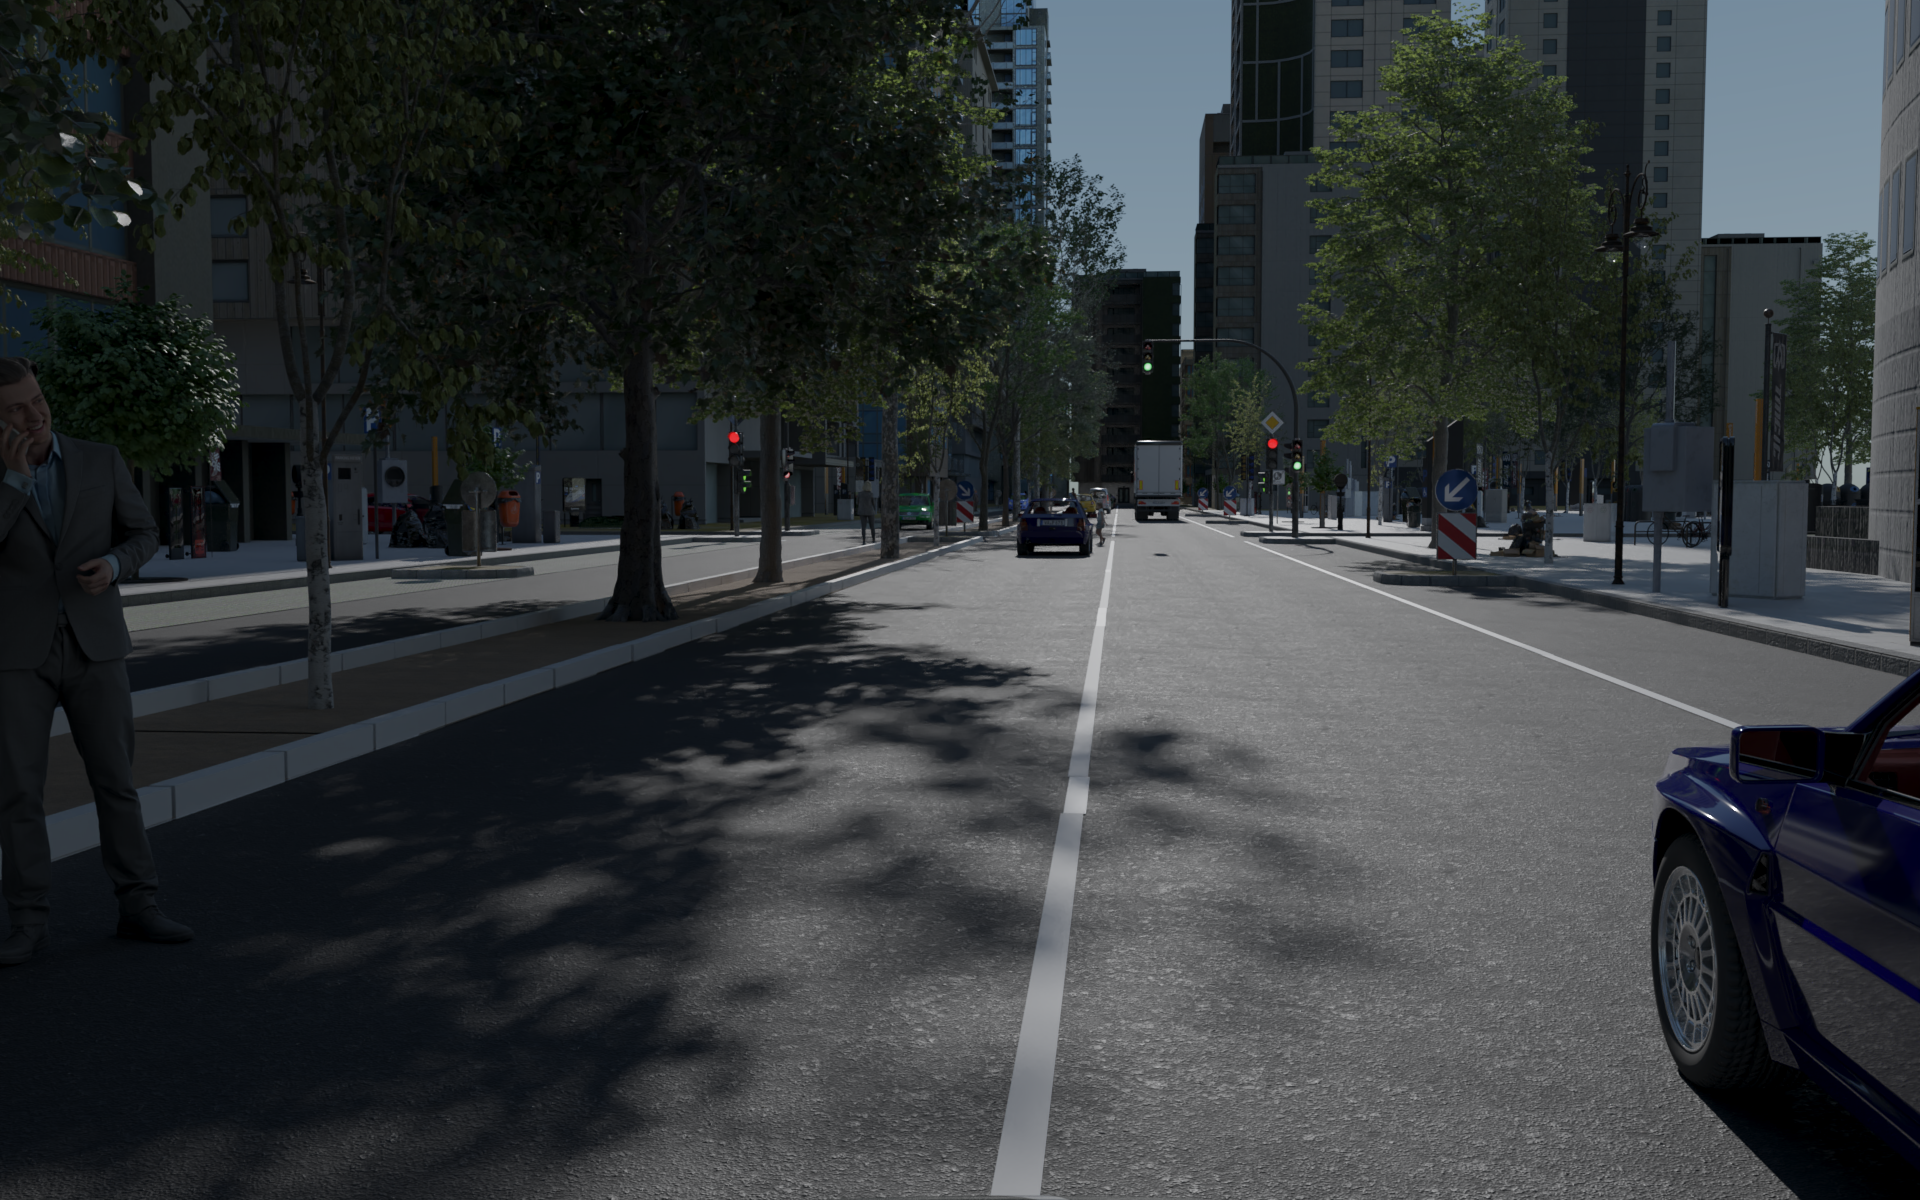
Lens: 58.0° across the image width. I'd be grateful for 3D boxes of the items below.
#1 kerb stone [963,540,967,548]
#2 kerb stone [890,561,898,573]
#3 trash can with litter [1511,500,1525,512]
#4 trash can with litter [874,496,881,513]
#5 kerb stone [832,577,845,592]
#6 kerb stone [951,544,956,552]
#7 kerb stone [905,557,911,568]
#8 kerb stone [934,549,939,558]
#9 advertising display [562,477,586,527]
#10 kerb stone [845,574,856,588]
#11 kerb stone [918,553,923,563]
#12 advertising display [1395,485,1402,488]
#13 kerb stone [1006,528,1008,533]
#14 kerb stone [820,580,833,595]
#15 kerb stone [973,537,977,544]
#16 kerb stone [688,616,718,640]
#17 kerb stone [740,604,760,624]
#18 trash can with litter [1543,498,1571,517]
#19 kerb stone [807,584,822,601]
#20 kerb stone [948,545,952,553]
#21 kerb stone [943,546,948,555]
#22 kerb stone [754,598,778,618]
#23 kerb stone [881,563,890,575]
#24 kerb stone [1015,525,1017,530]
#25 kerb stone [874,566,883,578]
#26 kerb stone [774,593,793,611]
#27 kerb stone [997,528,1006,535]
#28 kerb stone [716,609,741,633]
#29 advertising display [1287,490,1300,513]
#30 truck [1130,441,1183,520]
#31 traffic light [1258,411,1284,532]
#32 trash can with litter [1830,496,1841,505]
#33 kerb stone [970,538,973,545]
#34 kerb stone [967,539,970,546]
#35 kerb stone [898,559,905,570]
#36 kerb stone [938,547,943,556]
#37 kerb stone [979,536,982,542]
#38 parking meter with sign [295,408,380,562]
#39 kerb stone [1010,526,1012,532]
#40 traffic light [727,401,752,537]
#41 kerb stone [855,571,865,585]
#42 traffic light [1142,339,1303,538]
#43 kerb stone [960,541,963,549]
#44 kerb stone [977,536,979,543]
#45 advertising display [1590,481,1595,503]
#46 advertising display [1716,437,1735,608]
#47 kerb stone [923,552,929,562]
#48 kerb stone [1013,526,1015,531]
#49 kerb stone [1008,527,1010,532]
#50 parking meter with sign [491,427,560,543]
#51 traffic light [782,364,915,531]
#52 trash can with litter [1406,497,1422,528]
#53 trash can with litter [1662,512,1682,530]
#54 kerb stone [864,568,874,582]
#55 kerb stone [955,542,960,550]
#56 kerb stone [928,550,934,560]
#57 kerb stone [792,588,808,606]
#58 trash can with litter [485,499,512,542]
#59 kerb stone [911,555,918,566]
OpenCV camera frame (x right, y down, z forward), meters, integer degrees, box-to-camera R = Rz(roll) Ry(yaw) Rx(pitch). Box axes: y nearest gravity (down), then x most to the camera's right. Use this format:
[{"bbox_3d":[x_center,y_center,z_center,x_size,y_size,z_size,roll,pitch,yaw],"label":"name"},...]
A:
[{"bbox_3d":[0.015,-1.452,45.941,0.120,0.150,1.000,0,4,5],"label":"kerb stone"},{"bbox_3d":[-1.306,-0.577,31.637,0.120,0.150,1.000,0,4,5],"label":"kerb stone"},{"bbox_3d":[40.439,-6.993,125.727,1.055,1.170,0.624,2,4,26],"label":"trash can with litter"},{"bbox_3d":[-4.964,-6.363,115.088,2.233,1.210,1.678,2,4,33],"label":"trash can with litter"},{"bbox_3d":[-1.874,-0.203,25.512,0.120,0.150,1.000,0,4,5],"label":"kerb stone"},{"bbox_3d":[-0.273,-1.260,42.886,0.120,0.150,1.000,0,4,5],"label":"kerb stone"},{"bbox_3d":[-1.113,-0.699,33.686,0.120,0.150,1.000,0,4,5],"label":"kerb stone"},{"bbox_3d":[-0.645,-1.015,38.796,0.120,0.150,1.000,0,4,5],"label":"kerb stone"},{"bbox_3d":[-14.988,-3.797,67.289,0.974,1.923,0.123,-3,5,-43],"label":"advertising display"},{"bbox_3d":[-1.773,-0.266,26.537,0.120,0.150,1.000,0,4,5],"label":"kerb stone"},{"bbox_3d":[-0.930,-0.827,35.723,0.120,0.150,1.000,0,4,5],"label":"kerb stone"},{"bbox_3d":[32.915,-7.657,130.401,0.123,1.923,0.974,-1,4,-20],"label":"advertising display"},{"bbox_3d":[1.571,-2.474,62.773,0.120,0.150,1.000,0,4,5],"label":"kerb stone"},{"bbox_3d":[-1.973,-0.140,24.491,0.120,0.150,1.000,0,4,5],"label":"kerb stone"},{"bbox_3d":[0.297,-1.633,49.002,0.120,0.150,1.000,0,4,5],"label":"kerb stone"},{"bbox_3d":[-2.623,0.297,17.348,0.120,0.150,1.000,0,4,5],"label":"kerb stone"},{"bbox_3d":[-2.431,0.179,19.388,0.120,0.150,1.000,0,4,5],"label":"kerb stone"},{"bbox_3d":[33.807,-5.359,98.672,1.678,1.210,2.233,1,4,12],"label":"trash can with litter"},{"bbox_3d":[-2.051,-0.078,23.471,0.120,0.150,1.000,0,4,5],"label":"kerb stone"},{"bbox_3d":[-0.369,-1.202,41.856,0.120,0.150,1.000,0,4,5],"label":"kerb stone"},{"bbox_3d":[-0.446,-1.140,40.830,0.120,0.150,1.000,0,4,5],"label":"kerb stone"},{"bbox_3d":[-2.339,0.109,20.416,0.120,0.150,1.000,0,4,5],"label":"kerb stone"},{"bbox_3d":[-1.400,-0.515,30.614,0.120,0.150,1.000,0,4,5],"label":"kerb stone"},{"bbox_3d":[2.034,-2.794,67.879,0.120,0.150,1.000,0,4,5],"label":"kerb stone"},{"bbox_3d":[-1.494,-0.447,29.597,0.120,0.150,1.000,0,4,5],"label":"kerb stone"},{"bbox_3d":[-2.250,0.046,21.436,0.120,0.150,1.000,0,4,5],"label":"kerb stone"},{"bbox_3d":[1.470,-2.419,61.748,0.120,0.150,1.000,0,4,5],"label":"kerb stone"},{"bbox_3d":[-2.515,0.234,18.364,0.120,0.150,1.000,0,4,5],"label":"kerb stone"},{"bbox_3d":[22.063,-6.687,114.546,0.974,1.923,0.123,-1,4,-10],"label":"advertising display"},{"bbox_3d":[11.026,-6.628,97.278,2.839,4.237,11.283,0,4,5],"label":"truck"},{"bbox_3d":[10.546,-4.269,58.713,0.839,4.253,0.868,0,4,5],"label":"traffic light"},{"bbox_3d":[31.873,-3.169,62.871,1.678,1.210,2.233,0,4,-5],"label":"trash can with litter"},{"bbox_3d":[0.198,-1.574,47.985,0.120,0.150,1.000,0,4,5],"label":"kerb stone"},{"bbox_3d":[0.109,-1.515,46.967,0.120,0.150,1.000,0,4,5],"label":"kerb stone"},{"bbox_3d":[-1.209,-0.635,32.657,0.120,0.150,1.000,0,4,5],"label":"kerb stone"},{"bbox_3d":[-0.552,-1.078,39.814,0.120,0.150,1.000,0,4,5],"label":"kerb stone"},{"bbox_3d":[0.484,-1.754,51.038,0.120,0.150,1.000,0,4,5],"label":"kerb stone"},{"bbox_3d":[-11.984,-2.276,33.466,0.543,3.016,1.738,2,4,34],"label":"parking meter with sign"},{"bbox_3d":[1.749,-2.606,64.810,0.120,0.150,1.000,0,4,5],"label":"kerb stone"},{"bbox_3d":[-6.729,-3.874,52.263,0.839,4.253,0.868,0,4,5],"label":"traffic light"},{"bbox_3d":[-1.678,-0.328,27.555,0.120,0.150,1.000,0,4,5],"label":"kerb stone"},{"bbox_3d":[7.723,-4.657,50.812,4.771,5.953,1.251,0,4,5],"label":"traffic light"},{"bbox_3d":[-0.081,-1.390,44.923,0.120,0.150,1.000,0,4,5],"label":"kerb stone"},{"bbox_3d":[0.385,-1.700,50.020,0.120,0.150,1.000,0,4,5],"label":"kerb stone"},{"bbox_3d":[30.395,-4.776,83.296,0.123,1.923,0.974,2,4,25],"label":"advertising display"},{"bbox_3d":[8.776,-0.897,19.876,0.123,1.923,0.974,1,4,21],"label":"advertising display"},{"bbox_3d":[-0.831,-0.890,36.746,0.120,0.150,1.000,0,4,5],"label":"kerb stone"},{"bbox_3d":[1.942,-2.729,66.861,0.120,0.150,1.000,0,4,5],"label":"kerb stone"},{"bbox_3d":[1.652,-2.544,63.792,0.120,0.150,1.000,0,4,5],"label":"kerb stone"},{"bbox_3d":[-11.332,-2.995,45.237,1.738,3.016,0.543,1,4,9],"label":"parking meter with sign"},{"bbox_3d":[-3.906,-5.223,60.058,4.771,5.953,1.251,0,4,5],"label":"traffic light"},{"bbox_3d":[17.234,-3.344,66.065,0.624,1.170,1.055,0,4,2],"label":"trash can with litter"},{"bbox_3d":[25.619,-3.107,62.189,0.624,1.170,1.055,0,4,-6],"label":"trash can with litter"},{"bbox_3d":[-1.588,-0.390,28.576,0.120,0.150,1.000,0,4,5],"label":"kerb stone"},{"bbox_3d":[-0.174,-1.327,43.905,0.120,0.150,1.000,0,4,5],"label":"kerb stone"},{"bbox_3d":[-0.739,-0.947,37.765,0.120,0.150,1.000,0,4,5],"label":"kerb stone"},{"bbox_3d":[-2.148,-0.014,22.453,0.120,0.150,1.000,0,4,5],"label":"kerb stone"},{"bbox_3d":[-12.368,-2.154,46.606,0.624,1.170,1.055,2,4,28],"label":"trash can with litter"},{"bbox_3d":[-1.016,-0.761,34.703,0.120,0.150,1.000,0,4,5],"label":"kerb stone"}]
